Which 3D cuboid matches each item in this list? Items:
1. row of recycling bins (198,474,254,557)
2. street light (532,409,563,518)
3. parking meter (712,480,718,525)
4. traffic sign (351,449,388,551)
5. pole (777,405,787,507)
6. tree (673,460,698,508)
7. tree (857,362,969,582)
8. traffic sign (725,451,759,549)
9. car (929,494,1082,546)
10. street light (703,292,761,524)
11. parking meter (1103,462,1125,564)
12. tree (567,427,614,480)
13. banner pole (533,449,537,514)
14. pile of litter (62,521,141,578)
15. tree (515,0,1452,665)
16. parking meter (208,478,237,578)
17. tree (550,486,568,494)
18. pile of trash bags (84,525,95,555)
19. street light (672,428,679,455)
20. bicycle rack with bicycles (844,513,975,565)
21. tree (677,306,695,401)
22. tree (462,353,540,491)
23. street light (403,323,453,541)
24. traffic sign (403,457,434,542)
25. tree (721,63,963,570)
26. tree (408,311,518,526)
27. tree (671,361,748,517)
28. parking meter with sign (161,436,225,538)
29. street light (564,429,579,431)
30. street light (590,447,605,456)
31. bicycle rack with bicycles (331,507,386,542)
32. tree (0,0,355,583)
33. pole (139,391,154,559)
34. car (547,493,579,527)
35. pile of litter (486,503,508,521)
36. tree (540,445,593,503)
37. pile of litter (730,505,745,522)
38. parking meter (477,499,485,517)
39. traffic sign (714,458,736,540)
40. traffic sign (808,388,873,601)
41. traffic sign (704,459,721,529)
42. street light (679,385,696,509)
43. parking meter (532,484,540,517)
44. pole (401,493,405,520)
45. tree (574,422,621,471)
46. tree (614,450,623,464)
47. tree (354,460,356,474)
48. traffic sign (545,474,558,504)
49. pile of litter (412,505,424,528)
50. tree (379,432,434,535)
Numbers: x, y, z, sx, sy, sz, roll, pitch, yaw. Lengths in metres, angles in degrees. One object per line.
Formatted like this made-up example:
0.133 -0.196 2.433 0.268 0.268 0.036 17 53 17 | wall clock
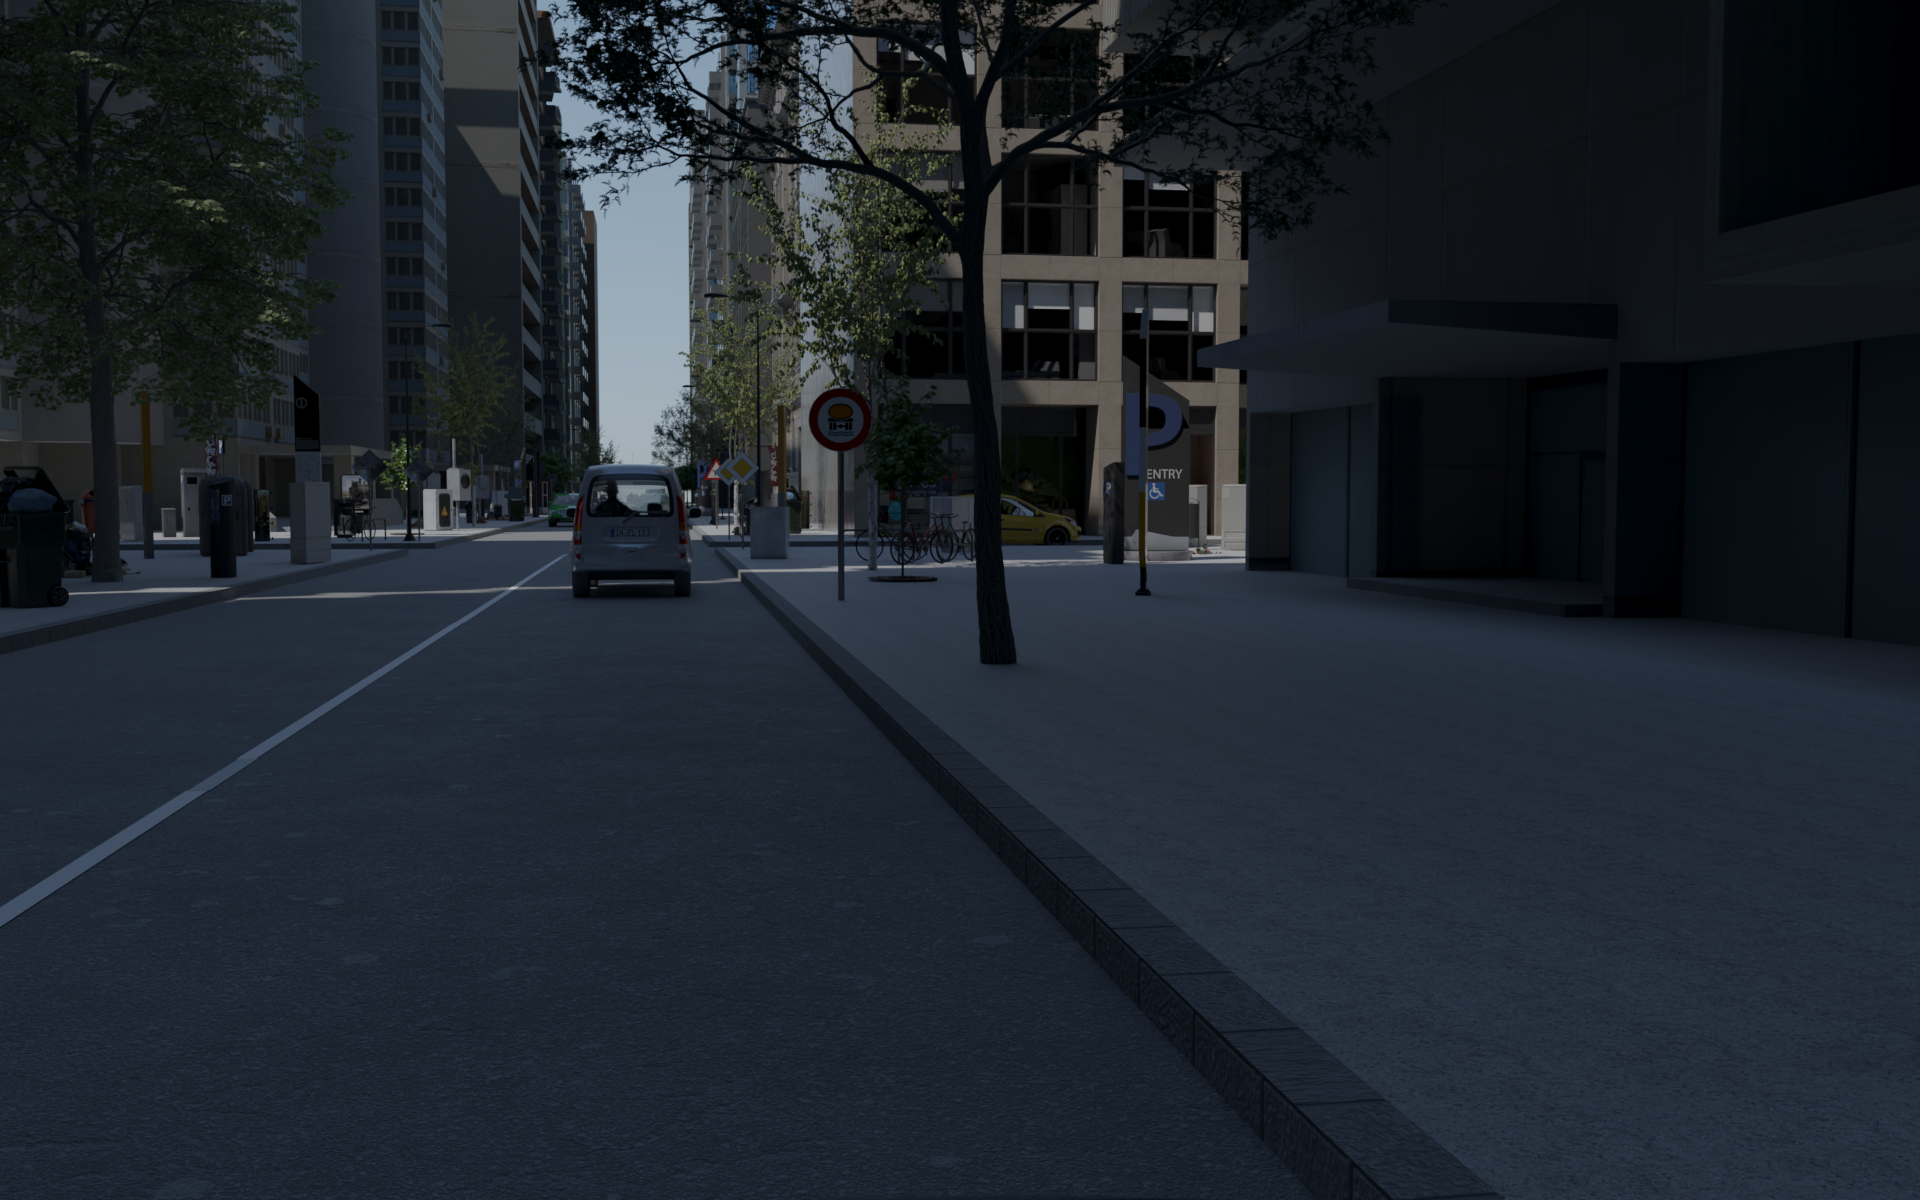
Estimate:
-15.686 -1.827 36.991 1.069 1.692 3.534 -1 4 -19 | row of recycling bins
-22.693 -7.469 94.657 1.470 5.913 1.316 -1 4 -10 | street light
-10.112 -4.023 71.492 0.255 1.863 0.399 0 4 -6 | parking meter
-13.230 -2.153 38.844 0.795 2.450 0.064 -1 4 -10 | traffic sign
-4.096 -2.816 39.886 0.158 3.312 0.155 0 3 0 | pole
-27.630 -11.573 172.933 4.285 4.588 4.351 0 3 0 | tree
-0.844 -1.883 25.395 1.663 3.219 1.824 0 3 0 | tree
-5.054 -2.238 40.237 0.795 2.450 0.064 -1 4 -10 | traffic sign
1.204 -2.157 45.491 3.980 1.641 2.015 -1 4 -11 | car
-5.215 -4.136 40.161 1.470 5.913 1.316 -1 4 -10 | street light
2.815 -1.592 31.739 0.255 1.863 0.399 -2 4 -27 | parking meter
-41.057 -14.683 190.430 4.360 8.622 3.978 0 3 0 | tree
-23.581 -6.490 96.124 0.401 3.779 0.863 0 4 0 | banner pole
-13.570 -0.803 27.093 1.176 0.858 1.719 2 4 29 | pile of litter
-0.049 -4.800 12.897 7.601 10.594 8.767 0 4 6 | tree
-11.321 -1.112 26.588 0.372 1.533 0.369 0 3 0 | parking meter
-31.513 -8.621 135.554 1.663 3.219 1.824 0 3 0 | tree
-19.254 -1.575 35.507 3.447 1.369 1.912 -3 5 -40 | pile of trash bags
-19.351 -9.111 121.502 1.470 5.913 1.316 -1 4 -10 | street light
-0.805 -1.185 32.763 2.925 0.926 2.852 -3 5 -39 | bicycle rack with bicycles
-7.445 -6.660 59.246 4.737 8.622 4.395 0 3 0 | tree
-23.696 -8.525 89.744 4.360 8.622 3.978 0 3 0 | tree
-14.456 -4.559 47.083 1.470 5.913 1.316 -1 4 -10 | street light
-14.596 -2.634 46.712 0.795 2.450 0.064 -1 4 -10 | traffic sign
-1.685 -4.799 28.828 4.737 8.622 4.395 0 3 0 | tree
-19.579 -7.238 68.710 4.737 8.622 4.395 0 3 0 | tree
-13.599 -8.854 95.126 4.360 8.622 3.978 0 3 0 | tree
-22.825 -3.383 51.567 1.738 3.016 0.543 -2 4 -32 | parking meter with sign
-27.646 -9.182 122.670 1.470 5.913 1.316 -1 4 -10 | street light
-35.875 -12.084 170.118 1.470 5.913 1.316 -1 4 -10 | street light
-17.062 -2.072 47.267 2.852 0.926 2.925 0 4 3 | bicycle rack with bicycles
-12.901 -6.545 25.139 7.486 12.596 7.792 0 3 0 | tree
-16.091 -2.472 34.265 0.158 3.312 0.155 0 3 0 | pole
-17.255 -4.151 76.661 1.959 1.807 4.718 -1 4 -10 | car
-22.262 -4.287 84.050 1.719 0.858 1.176 -2 4 -29 | pile of litter
-27.425 -8.103 116.198 4.285 4.588 4.351 0 3 0 | tree
-9.890 -4.037 79.975 1.719 0.858 1.176 3 5 44 | pile of litter
-25.095 -5.036 90.745 0.372 1.533 0.369 0 3 0 | parking meter
-6.420 -2.719 48.105 0.795 2.450 0.064 -1 4 -10 | traffic sign
-1.432 -1.268 20.830 0.768 2.556 0.104 0 4 -2 | traffic sign
-8.927 -3.883 63.491 0.884 2.594 0.081 -1 4 -9 | traffic sign
-11.109 -6.197 73.863 1.470 5.913 1.316 -1 4 -10 | street light
-24.085 -5.668 98.382 0.399 1.863 0.255 -1 4 -19 | parking meter
-27.500 -5.605 85.485 0.158 3.312 0.155 0 3 0 | pole
-37.782 -13.979 178.919 4.737 8.622 4.395 0 3 0 | tree
-55.638 -19.947 276.494 4.360 8.622 3.978 0 3 0 | tree
-30.010 -5.609 86.315 1.663 3.219 1.824 0 3 0 | tree
-26.148 -6.775 110.870 0.768 2.556 0.104 0 4 -1 | traffic sign
-20.550 -3.202 66.326 1.176 0.858 1.719 0 4 3 | pile of litter
-17.492 -3.649 54.267 1.663 3.219 1.824 0 3 0 | tree
